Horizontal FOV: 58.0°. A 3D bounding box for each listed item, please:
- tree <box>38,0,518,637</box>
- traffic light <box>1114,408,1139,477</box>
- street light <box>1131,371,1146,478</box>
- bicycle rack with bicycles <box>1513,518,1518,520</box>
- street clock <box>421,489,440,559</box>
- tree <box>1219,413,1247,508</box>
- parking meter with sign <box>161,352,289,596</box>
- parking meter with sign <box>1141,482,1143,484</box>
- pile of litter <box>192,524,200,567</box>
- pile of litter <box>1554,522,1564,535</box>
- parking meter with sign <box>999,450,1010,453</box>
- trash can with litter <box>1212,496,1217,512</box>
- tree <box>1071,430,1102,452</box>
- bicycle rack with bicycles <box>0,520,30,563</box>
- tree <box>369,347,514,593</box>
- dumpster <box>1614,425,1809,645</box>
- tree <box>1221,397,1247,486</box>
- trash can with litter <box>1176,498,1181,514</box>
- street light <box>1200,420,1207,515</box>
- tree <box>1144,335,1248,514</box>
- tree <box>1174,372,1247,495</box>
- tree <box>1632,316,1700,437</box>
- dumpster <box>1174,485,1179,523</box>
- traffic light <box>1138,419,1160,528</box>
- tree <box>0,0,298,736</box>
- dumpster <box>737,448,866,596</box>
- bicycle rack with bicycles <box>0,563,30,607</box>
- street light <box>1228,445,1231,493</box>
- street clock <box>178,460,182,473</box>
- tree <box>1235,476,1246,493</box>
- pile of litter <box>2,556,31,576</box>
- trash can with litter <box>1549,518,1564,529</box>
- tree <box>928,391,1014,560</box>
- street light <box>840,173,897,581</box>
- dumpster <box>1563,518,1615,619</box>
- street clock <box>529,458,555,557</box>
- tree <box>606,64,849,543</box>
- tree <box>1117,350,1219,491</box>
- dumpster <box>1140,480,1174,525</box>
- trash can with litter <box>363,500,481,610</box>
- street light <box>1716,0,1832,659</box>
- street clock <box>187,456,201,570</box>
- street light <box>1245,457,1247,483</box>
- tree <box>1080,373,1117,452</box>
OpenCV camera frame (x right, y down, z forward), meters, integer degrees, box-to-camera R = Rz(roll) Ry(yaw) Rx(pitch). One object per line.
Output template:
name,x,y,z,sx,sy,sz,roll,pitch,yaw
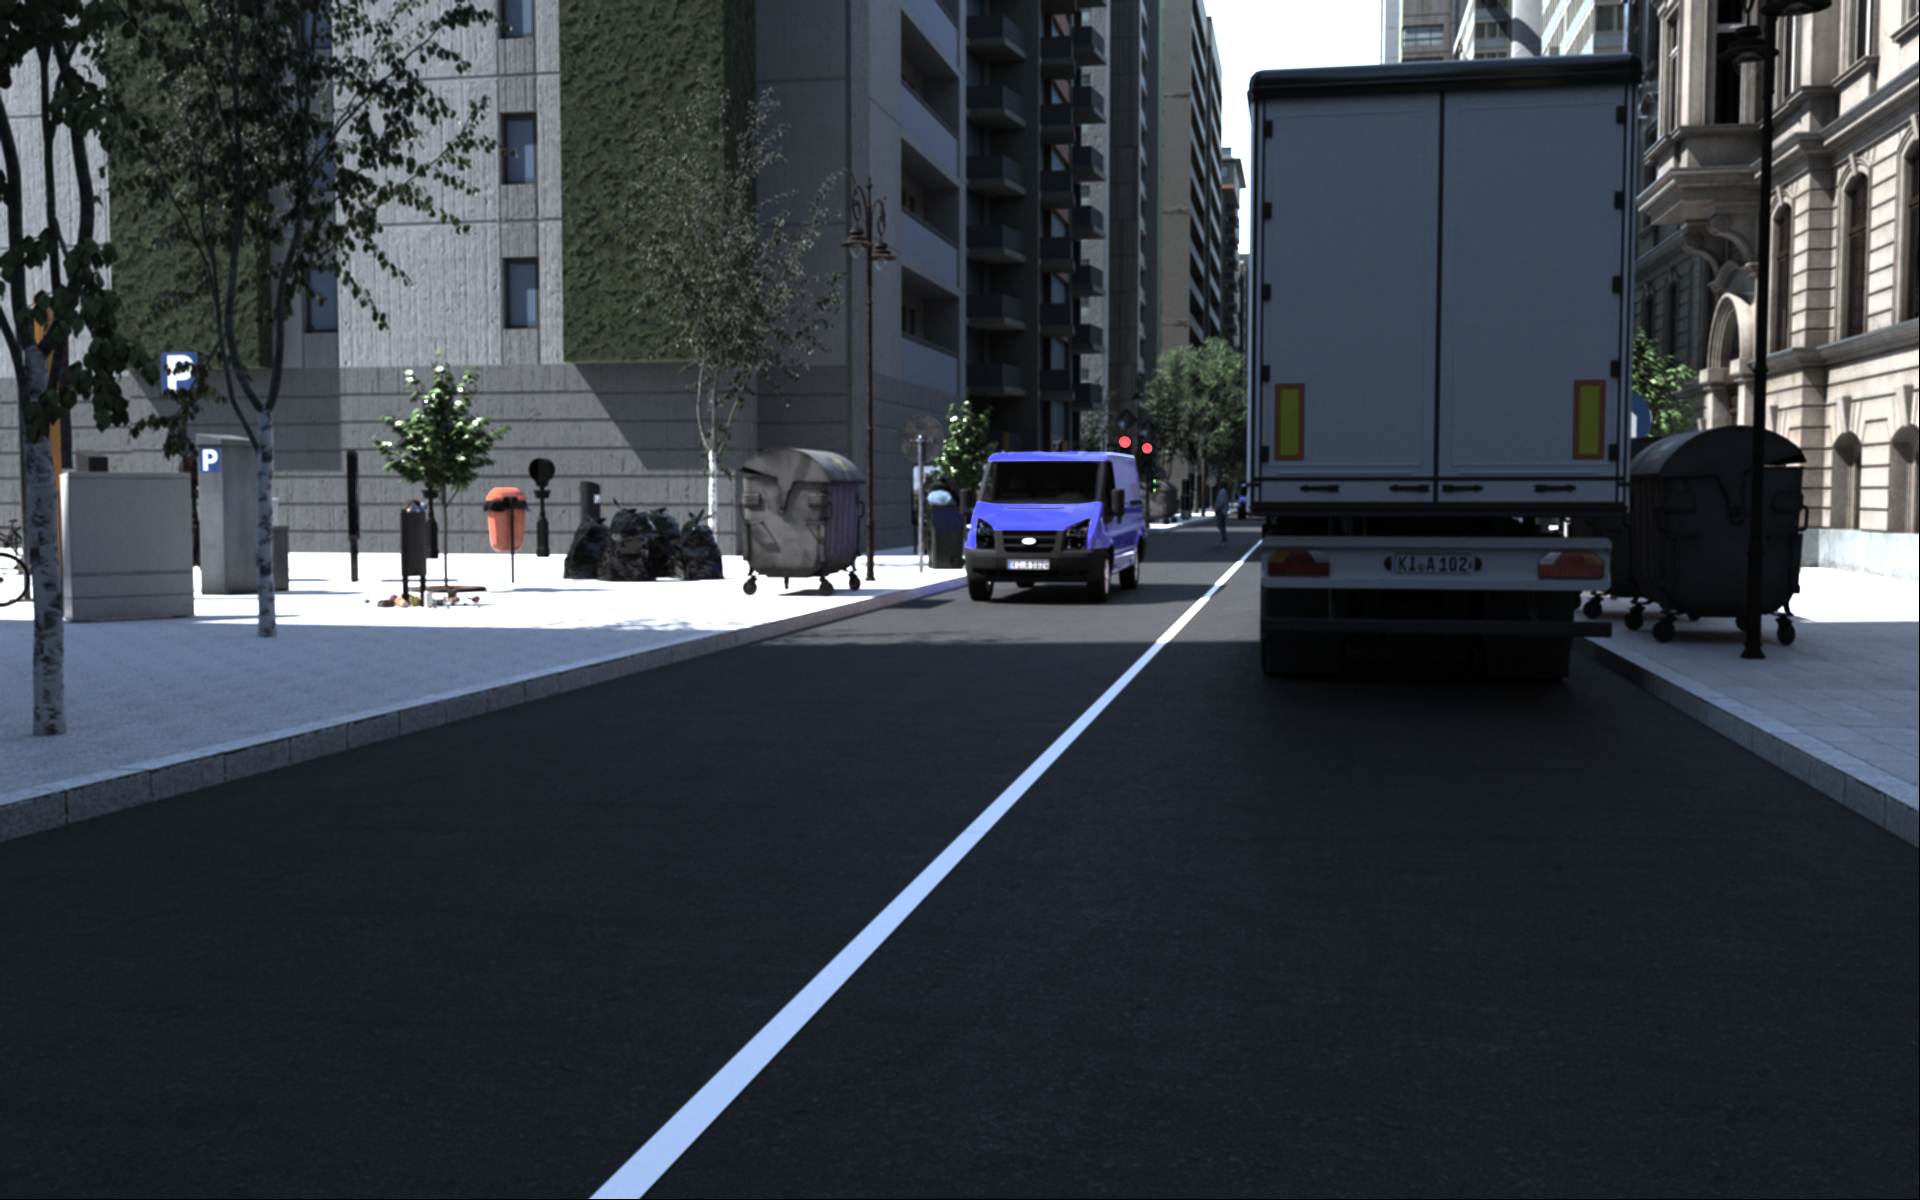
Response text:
tree,-6.216,-3.989,15.590,4.360,8.622,3.978,0,3,0
traffic light,5.458,-4.156,56.864,0.839,4.253,0.868,1,4,11
street light,6.709,-5.650,65.170,0.468,5.910,1.993,1,4,11
bicycle rack with bicycles,29.938,-5.179,98.060,2.852,0.926,2.925,1,4,15
street clock,-10.486,-1.820,34.324,0.358,2.002,0.471,2,4,35
tree,20.173,-11.212,133.683,4.360,8.622,3.978,0,3,0
parking meter with sign,-9.335,-1.584,22.166,0.543,3.016,1.738,1,4,16
parking meter with sign,11.143,-6.828,107.906,1.738,3.016,0.543,2,4,23
pile of litter,-13.838,-1.034,30.877,1.719,0.858,1.176,0,4,-1
pile of litter,19.201,-2.431,53.707,1.719,0.858,1.176,2,4,34
parking meter with sign,1.193,-4.466,69.272,0.543,3.016,1.738,-3,5,-45
trash can with litter,18.040,-6.766,122.009,0.624,1.170,1.055,2,4,29
tree,4.042,-3.523,52.200,1.663,3.219,1.824,0,3,0
bicycle rack with bicycles,-18.747,-1.324,35.029,2.852,0.926,2.925,1,4,13
tree,-6.877,-1.736,22.984,1.663,3.219,1.824,0,3,0
dumpster,6.713,-0.594,15.476,1.264,1.857,1.865,1,4,11
tree,36.212,-18.762,213.410,9.857,13.997,8.962,0,3,0
trash can with litter,13.854,-6.018,109.781,1.055,1.170,0.624,-1,4,-16
street light,14.922,-8.179,106.512,0.468,5.910,1.993,1,4,11
tree,15.523,-11.414,112.369,9.928,11.665,9.643,0,3,0
tree,18.982,-11.651,124.899,7.601,10.594,8.767,0,4,-2
tree,10.515,-2.773,29.050,4.285,4.588,4.351,0,3,0
dumpster,9.034,-4.364,77.108,1.264,1.857,1.865,1,4,11
traffic light,7.029,-4.634,64.693,0.839,4.253,0.868,1,4,11
tree,-4.983,-3.574,8.797,4.737,8.622,4.395,0,3,0
dumpster,-2.040,-1.020,22.435,1.264,1.857,1.865,1,4,11
bicycle rack with bicycles,-11.687,-0.303,18.337,2.925,0.926,2.852,-1,4,-19
street light,21.742,-10.240,140.219,0.468,5.910,1.993,1,4,11
street clock,-14.605,-1.741,33.034,0.471,2.002,0.358,-3,5,-40
tree,30.365,-11.731,186.409,1.663,3.219,1.824,0,3,0
pile of litter,-14.755,-0.864,28.093,1.176,0.858,1.719,2,4,30
trash can with litter,22.053,-3.157,63.012,0.624,1.170,1.055,3,5,43
tree,0.240,-2.319,32.520,1.663,3.219,1.824,0,3,0
street light,-1.324,-3.216,25.376,0.468,5.910,1.993,1,4,11
dumpster,7.133,-0.767,18.296,1.264,1.857,1.865,1,4,11
street clock,-8.476,-1.870,35.147,0.471,2.002,0.358,1,4,18
tree,-4.207,-4.924,30.872,4.360,8.622,3.978,0,3,0
tree,10.786,-8.522,89.696,4.360,8.622,3.978,0,3,0
dumpster,8.202,-4.114,73.015,1.264,1.857,1.865,1,4,11
trash can with litter,-6.143,-0.565,20.302,1.678,1.210,2.233,0,4,5
street light,6.205,-2.483,13.377,0.468,5.910,1.993,1,4,11
street clock,-12.693,-1.504,29.160,0.358,2.002,0.471,1,4,13
street light,30.038,-12.774,181.640,0.468,5.910,1.993,1,4,11
tree,7.620,-9.374,103.631,4.360,8.622,3.978,0,3,0
